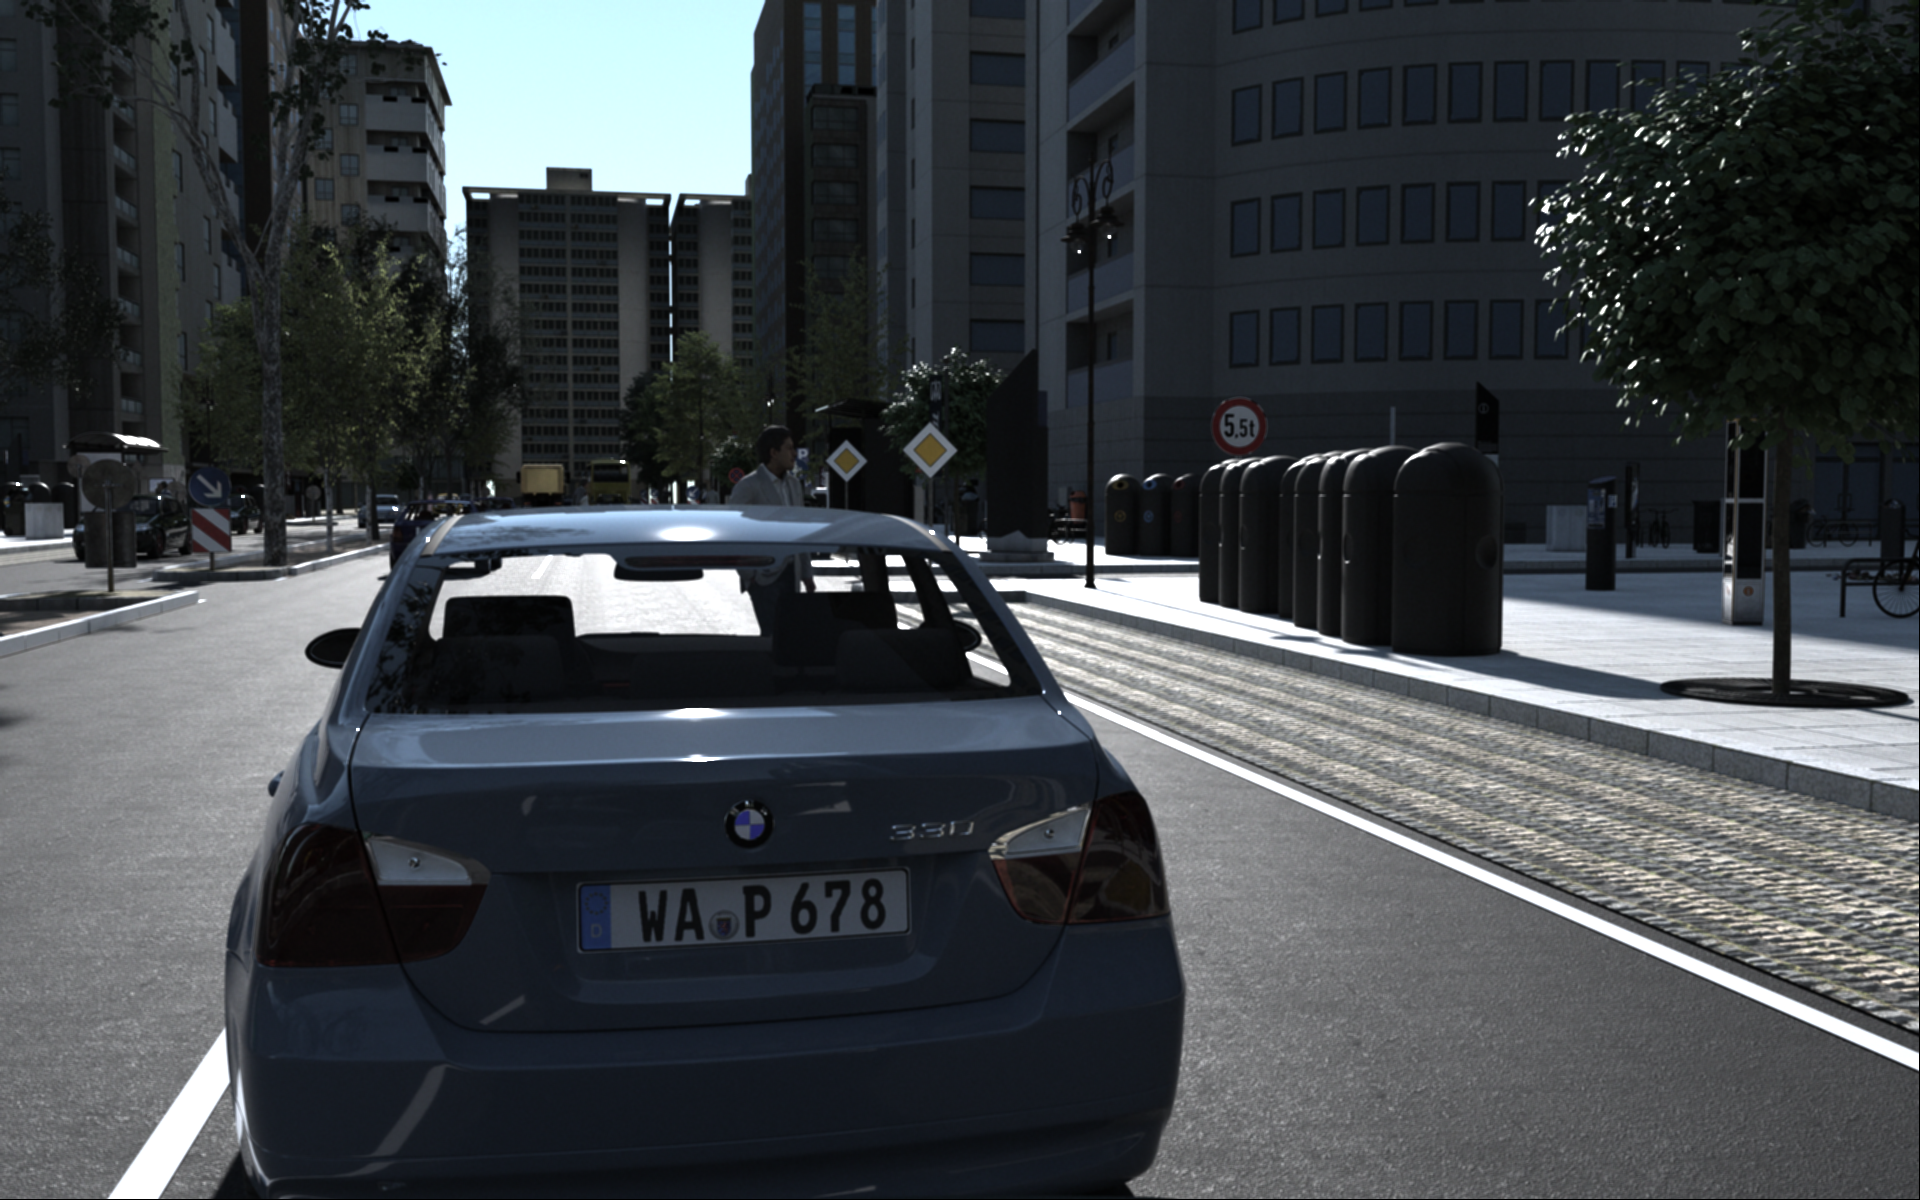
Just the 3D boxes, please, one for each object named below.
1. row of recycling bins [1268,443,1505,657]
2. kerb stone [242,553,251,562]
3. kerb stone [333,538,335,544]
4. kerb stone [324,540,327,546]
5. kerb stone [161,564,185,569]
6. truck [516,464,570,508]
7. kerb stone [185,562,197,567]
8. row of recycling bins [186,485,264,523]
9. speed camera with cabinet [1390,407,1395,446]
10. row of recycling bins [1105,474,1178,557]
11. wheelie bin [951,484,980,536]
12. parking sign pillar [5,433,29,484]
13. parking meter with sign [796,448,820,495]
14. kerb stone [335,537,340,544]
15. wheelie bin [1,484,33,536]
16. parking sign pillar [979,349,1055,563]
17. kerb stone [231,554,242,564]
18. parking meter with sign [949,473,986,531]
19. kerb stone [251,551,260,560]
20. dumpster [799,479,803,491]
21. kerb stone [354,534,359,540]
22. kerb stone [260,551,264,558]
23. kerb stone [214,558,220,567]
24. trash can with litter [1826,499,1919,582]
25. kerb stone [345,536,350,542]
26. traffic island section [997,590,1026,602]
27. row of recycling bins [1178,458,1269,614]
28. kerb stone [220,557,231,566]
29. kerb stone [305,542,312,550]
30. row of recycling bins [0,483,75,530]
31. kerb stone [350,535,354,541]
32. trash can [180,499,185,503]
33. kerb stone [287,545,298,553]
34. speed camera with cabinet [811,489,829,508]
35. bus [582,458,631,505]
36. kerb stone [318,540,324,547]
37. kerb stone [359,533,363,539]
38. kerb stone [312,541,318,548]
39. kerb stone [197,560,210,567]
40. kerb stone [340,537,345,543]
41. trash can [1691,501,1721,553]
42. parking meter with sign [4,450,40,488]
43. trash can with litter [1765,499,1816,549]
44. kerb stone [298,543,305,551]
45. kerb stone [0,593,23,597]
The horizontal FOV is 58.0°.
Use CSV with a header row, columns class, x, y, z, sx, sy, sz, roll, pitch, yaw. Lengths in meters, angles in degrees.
class,x,y,z,sx,sy,sz,roll,pitch,yaw
row of recycling bins,3.769,-0.503,15.335,1.069,1.692,3.534,0,4,-6
kerb stone,-15.153,-0.873,36.466,0.120,0.150,1.000,-1,4,-12
kerb stone,-17.716,-1.608,48.491,0.120,0.150,1.000,-1,4,-12
kerb stone,-17.504,-1.544,47.484,0.120,0.150,1.000,-1,4,-12
kerb stone,-13.866,-0.505,30.468,0.120,0.150,1.000,-1,4,-12
truck,-26.772,-7.052,111.224,3.469,3.379,9.791,-1,4,-13
kerb stone,-14.083,-0.567,31.467,0.120,0.150,1.000,-1,4,-12
row of recycling bins,-32.714,-4.301,77.436,3.534,1.692,1.069,-3,5,-39
speed camera with cabinet,10.493,-2.740,39.142,2.038,3.252,0.660,2,4,31
row of recycling bins,4.405,-1.744,35.635,1.069,1.692,3.534,-3,5,-43
wheelie bin,0.172,-2.784,53.419,0.980,1.594,0.693,3,5,41
parking sign pillar,-42.114,-5.436,77.353,1.447,3.967,1.447,3,4,36
parking meter with sign,-5.647,-4.276,66.169,0.543,3.016,1.738,1,4,19
kerb stone,-17.929,-1.669,49.491,0.120,0.150,1.000,-1,4,-12
wheelie bin,-28.966,-2.775,53.283,0.693,1.594,0.980,0,4,-2
parking sign pillar,1.081,-2.715,32.856,1.447,3.967,1.447,-3,5,-40
kerb stone,-14.930,-0.804,35.469,0.120,0.150,1.000,-1,4,-12
parking meter with sign,0.511,-3.871,59.559,1.738,3.016,0.543,0,4,-7
kerb stone,-15.364,-0.934,37.466,0.120,0.150,1.000,-1,4,-12
dumpster,-6.943,-4.324,73.196,1.502,2.255,1.985,-1,4,-12
kerb stone,-18.776,-1.914,53.493,0.120,0.150,1.000,-1,4,-12
kerb stone,-15.574,-0.995,38.469,0.120,0.150,1.000,-1,4,-12
kerb stone,-14.510,-0.689,33.467,0.120,0.150,1.000,-1,4,-12
trash can with litter,13.851,-0.909,25.924,1.678,1.210,2.233,0,4,-1
kerb stone,-18.358,-1.792,51.490,0.120,0.150,1.000,-1,4,-12
traffic island section,-0.397,-0.111,24.101,2.009,0.180,2.903,-1,4,-12
row of recycling bins,3.480,-0.742,19.239,1.069,1.692,3.534,-1,4,-9
kerb stone,-14.721,-0.747,34.467,0.120,0.150,1.000,-1,4,-12
kerb stone,-16.856,-1.363,44.473,0.120,0.150,1.000,-1,4,-12
row of recycling bins,-33.904,-3.408,62.841,3.534,1.692,1.069,-3,5,-44
kerb stone,-18.565,-1.852,52.492,0.120,0.150,1.000,-1,4,-12
trash can,-37.413,-4.356,82.871,0.748,1.137,0.748,0,3,0
kerb stone,-16.432,-1.238,42.468,0.120,0.150,1.000,-1,4,-12
speed camera with cabinet,-4.155,-3.940,58.758,2.038,3.252,0.660,3,4,39
bus,-24.124,-7.753,118.306,2.896,3.916,12.252,-1,4,-14
kerb stone,-17.287,-1.486,46.485,0.120,0.150,1.000,-1,4,-12
kerb stone,-18.999,-1.975,54.492,0.120,0.150,1.000,-1,4,-12
kerb stone,-17.071,-1.424,45.481,0.120,0.150,1.000,-1,4,-12
kerb stone,-14.288,-0.628,32.469,0.120,0.150,1.000,-1,4,-12
kerb stone,-18.136,-1.731,50.492,0.120,0.150,1.000,-1,4,-12
trash can,16.270,-1.589,37.635,0.748,1.137,0.748,0,3,0
parking meter with sign,-37.213,-4.468,69.310,1.738,3.016,0.543,-2,4,-24
trash can with litter,19.337,-1.776,40.428,1.055,1.170,0.624,-1,4,-12
kerb stone,-16.641,-1.301,43.474,0.120,0.150,1.000,-1,4,-12
kerb stone,-12.049,0.017,21.919,0.120,0.150,1.000,-1,4,-12
